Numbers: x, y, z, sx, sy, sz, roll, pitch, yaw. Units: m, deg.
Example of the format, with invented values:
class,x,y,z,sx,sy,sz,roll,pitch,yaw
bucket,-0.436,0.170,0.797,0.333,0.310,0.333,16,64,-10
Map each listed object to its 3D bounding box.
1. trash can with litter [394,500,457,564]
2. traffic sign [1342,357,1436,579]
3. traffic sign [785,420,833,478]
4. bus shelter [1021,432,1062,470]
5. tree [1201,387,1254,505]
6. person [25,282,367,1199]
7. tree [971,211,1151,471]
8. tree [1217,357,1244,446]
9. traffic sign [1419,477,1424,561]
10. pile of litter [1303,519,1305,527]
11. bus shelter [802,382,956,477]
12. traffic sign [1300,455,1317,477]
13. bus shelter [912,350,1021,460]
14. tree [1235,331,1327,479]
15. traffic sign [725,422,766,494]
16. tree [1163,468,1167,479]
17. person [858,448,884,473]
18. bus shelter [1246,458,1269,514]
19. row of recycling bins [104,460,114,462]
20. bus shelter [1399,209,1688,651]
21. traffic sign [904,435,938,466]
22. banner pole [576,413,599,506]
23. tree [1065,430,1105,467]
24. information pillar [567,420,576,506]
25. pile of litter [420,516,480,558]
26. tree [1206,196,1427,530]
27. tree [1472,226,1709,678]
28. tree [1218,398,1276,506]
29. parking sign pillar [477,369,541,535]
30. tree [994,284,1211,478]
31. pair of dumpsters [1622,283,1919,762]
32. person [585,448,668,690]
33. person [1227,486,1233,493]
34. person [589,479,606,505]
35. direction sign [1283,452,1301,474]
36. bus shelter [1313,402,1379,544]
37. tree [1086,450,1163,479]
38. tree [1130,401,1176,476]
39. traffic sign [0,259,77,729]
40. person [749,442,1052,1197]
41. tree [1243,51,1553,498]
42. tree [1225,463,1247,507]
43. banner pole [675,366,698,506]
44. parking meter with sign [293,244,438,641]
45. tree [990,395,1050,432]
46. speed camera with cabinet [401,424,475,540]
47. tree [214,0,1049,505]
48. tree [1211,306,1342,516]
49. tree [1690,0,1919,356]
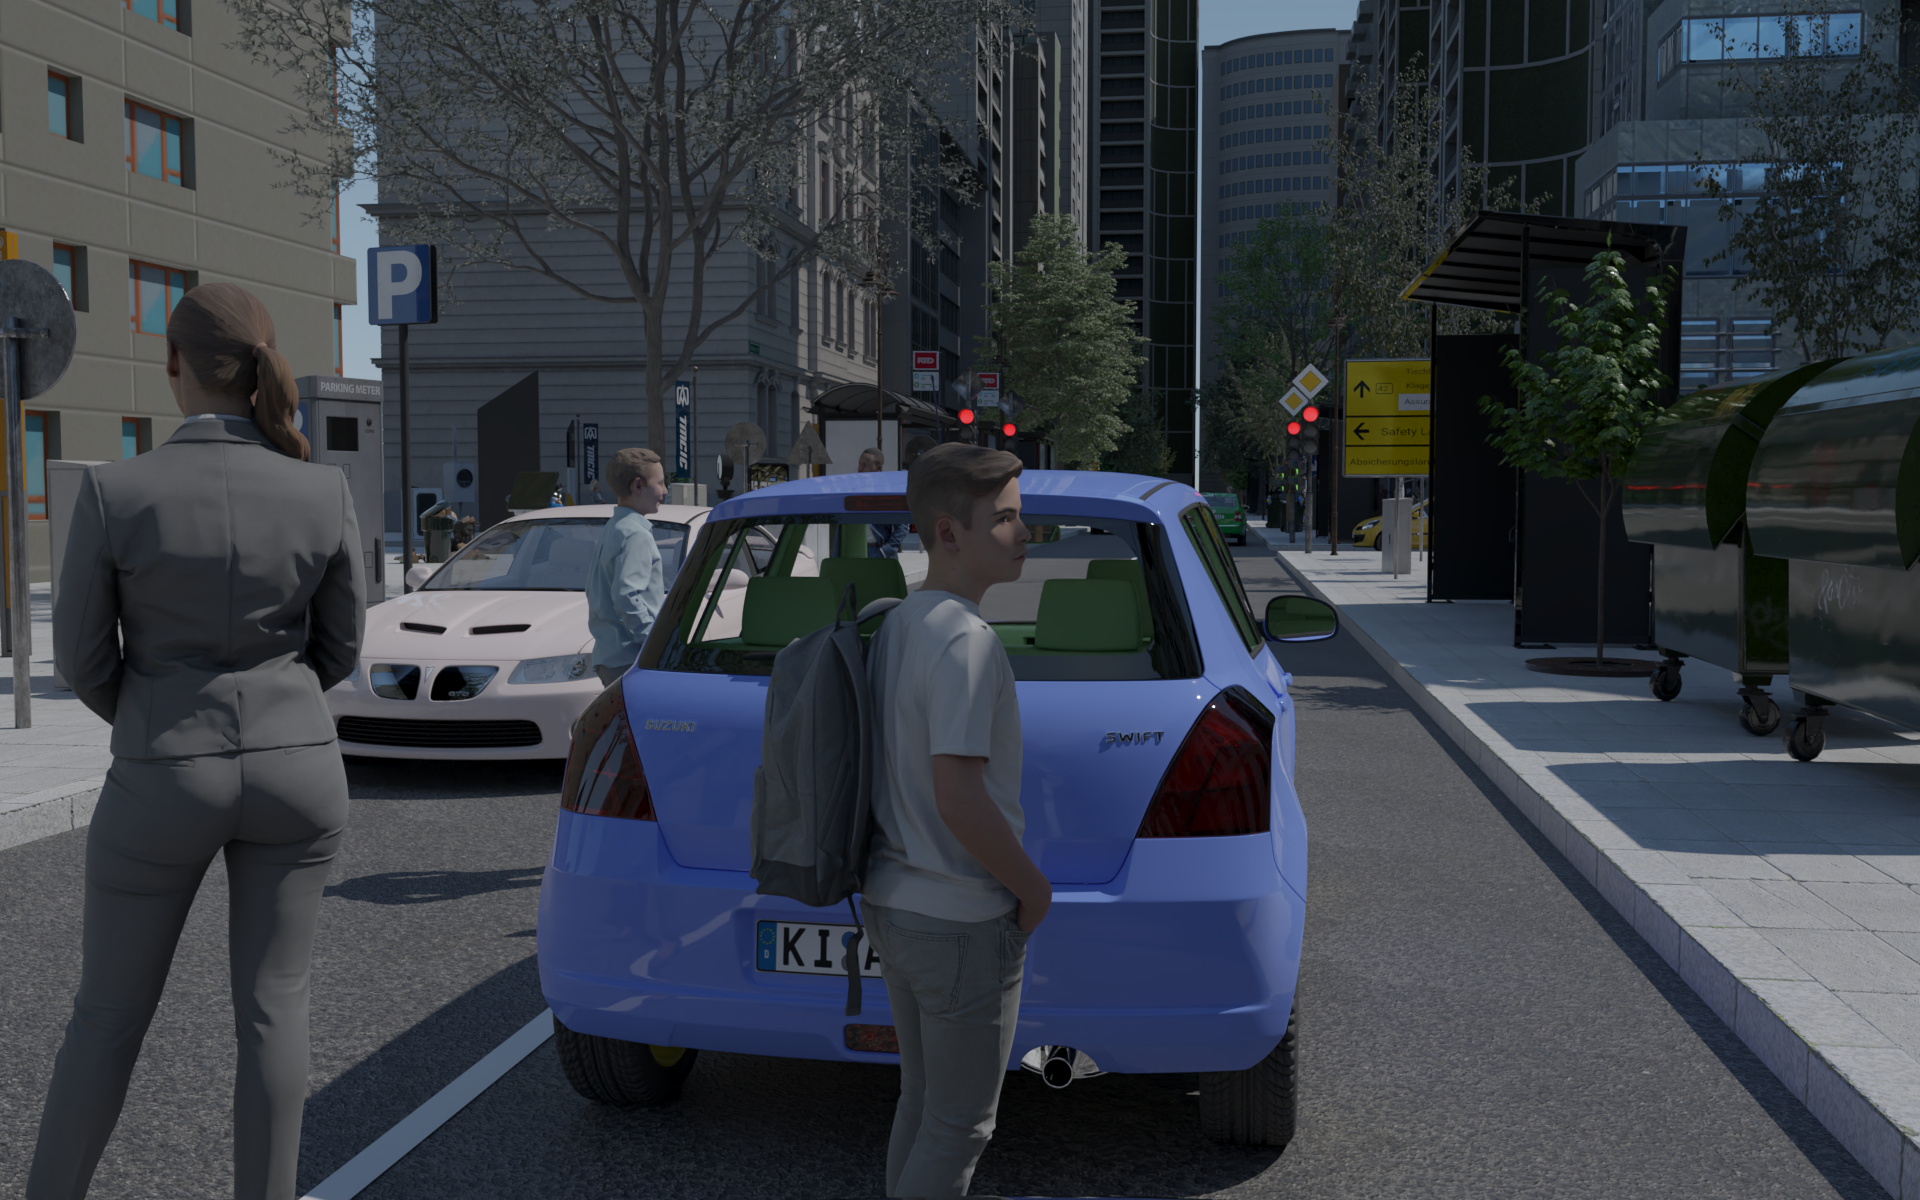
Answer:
class,x,y,z,sx,sy,sz,roll,pitch,yaw
trash can with litter,-9.902,-1.265,32.076,1.055,1.170,0.624,-2,4,-35
traffic sign,6.881,-1.960,25.912,2.265,3.308,0.079,1,4,12
traffic sign,-2.680,-1.872,30.605,0.884,2.594,0.081,1,4,12
bus shelter,2.017,-5.012,59.574,2.179,5.291,8.768,1,4,9
tree,31.600,-17.605,194.496,9.857,13.997,8.962,0,3,0
person,-1.377,0.348,3.085,0.573,1.790,0.520,3,5,40
tree,3.943,-9.323,70.558,7.486,12.596,7.792,0,3,0
tree,12.862,-7.390,71.195,4.360,8.622,3.978,0,3,0
traffic sign,8.773,-1.882,32.894,0.606,2.300,0.079,1,4,13
pile of litter,13.183,-3.254,67.168,1.719,0.858,1.176,0,4,1
bus shelter,-1.474,-2.461,34.154,2.014,3.302,5.546,1,4,8
traffic sign,10.264,-3.102,50.824,0.768,2.556,0.104,1,4,13
bus shelter,0.139,-4.483,50.930,2.179,5.291,8.768,1,4,8
tree,14.681,-7.779,77.545,4.737,8.622,4.395,0,3,0
traffic sign,-3.796,-1.866,30.615,0.768,2.556,0.104,1,4,12
tree,17.505,-10.825,160.699,4.285,4.588,4.351,0,3,0
person,-0.769,-0.320,13.923,0.721,1.800,0.419,1,4,18
bus shelter,19.420,-7.487,113.703,1.731,3.624,6.357,1,4,9
row of recycling bins,-10.512,-0.955,22.730,1.069,1.692,3.534,0,4,-5
bus shelter,5.571,-1.591,17.298,1.731,3.624,6.357,1,4,8
traffic sign,-0.835,-2.278,37.355,0.768,2.556,0.104,1,4,13
banner pole,-11.604,-3.899,53.764,0.863,3.779,0.401,-2,4,-26
tree,7.806,-10.137,116.105,4.360,8.622,3.978,0,3,0
information pillar,-12.174,-3.847,54.255,0.183,3.616,0.504,1,4,9
pile of litter,-9.905,-1.231,34.096,1.719,0.858,1.176,3,5,43
tree,12.498,-8.310,61.631,9.928,11.665,9.643,0,3,0
tree,4.781,-1.099,12.572,1.663,3.219,1.824,0,3,0
tree,29.876,-15.868,177.563,7.486,12.596,7.792,0,3,0
parking sign pillar,-9.756,-3.000,37.515,1.447,3.967,1.447,-1,4,-11
tree,6.179,-10.582,90.016,9.611,12.733,9.660,0,3,0
pair of dumpsters,4.610,-0.374,8.607,1.574,2.255,4.437,1,4,8
person,-1.226,0.233,6.505,0.330,1.601,0.589,-1,4,-15
person,9.944,-3.350,63.944,0.731,1.740,0.598,3,5,41
person,-8.971,-2.101,43.038,0.526,1.800,0.537,2,4,33
direction sign,16.703,-5.820,87.148,0.876,3.537,0.379,1,4,17
bus shelter,10.404,-3.426,47.294,1.731,3.624,6.357,1,4,9
tree,9.105,-7.267,102.523,4.285,4.588,4.351,0,3,0
tree,12.948,-10.809,127.089,4.737,8.622,4.395,0,3,0
traffic sign,-5.136,-0.569,9.417,0.768,2.556,0.104,1,4,14
person,-0.045,0.509,2.781,0.503,1.515,0.523,3,4,38
tree,7.621,-4.826,29.267,4.360,8.622,3.978,0,3,0
tree,27.757,-11.398,170.071,4.285,4.588,4.351,0,3,0
banner pole,-5.299,-2.678,33.796,0.401,3.779,0.863,2,4,28
parking meter with sign,-4.235,-0.932,11.500,0.543,3.016,1.738,1,4,22
tree,3.570,-9.136,99.738,4.360,8.622,3.978,0,3,0
speed camera with cabinet,-14.663,-3.323,48.667,0.660,3.252,2.038,3,5,40
tree,-3.767,-6.806,21.652,12.009,13.543,11.850,0,3,0
tree,18.164,-11.397,103.348,9.611,12.733,9.660,0,3,0
tree,12.272,-4.522,24.301,4.360,8.622,3.978,0,3,0
